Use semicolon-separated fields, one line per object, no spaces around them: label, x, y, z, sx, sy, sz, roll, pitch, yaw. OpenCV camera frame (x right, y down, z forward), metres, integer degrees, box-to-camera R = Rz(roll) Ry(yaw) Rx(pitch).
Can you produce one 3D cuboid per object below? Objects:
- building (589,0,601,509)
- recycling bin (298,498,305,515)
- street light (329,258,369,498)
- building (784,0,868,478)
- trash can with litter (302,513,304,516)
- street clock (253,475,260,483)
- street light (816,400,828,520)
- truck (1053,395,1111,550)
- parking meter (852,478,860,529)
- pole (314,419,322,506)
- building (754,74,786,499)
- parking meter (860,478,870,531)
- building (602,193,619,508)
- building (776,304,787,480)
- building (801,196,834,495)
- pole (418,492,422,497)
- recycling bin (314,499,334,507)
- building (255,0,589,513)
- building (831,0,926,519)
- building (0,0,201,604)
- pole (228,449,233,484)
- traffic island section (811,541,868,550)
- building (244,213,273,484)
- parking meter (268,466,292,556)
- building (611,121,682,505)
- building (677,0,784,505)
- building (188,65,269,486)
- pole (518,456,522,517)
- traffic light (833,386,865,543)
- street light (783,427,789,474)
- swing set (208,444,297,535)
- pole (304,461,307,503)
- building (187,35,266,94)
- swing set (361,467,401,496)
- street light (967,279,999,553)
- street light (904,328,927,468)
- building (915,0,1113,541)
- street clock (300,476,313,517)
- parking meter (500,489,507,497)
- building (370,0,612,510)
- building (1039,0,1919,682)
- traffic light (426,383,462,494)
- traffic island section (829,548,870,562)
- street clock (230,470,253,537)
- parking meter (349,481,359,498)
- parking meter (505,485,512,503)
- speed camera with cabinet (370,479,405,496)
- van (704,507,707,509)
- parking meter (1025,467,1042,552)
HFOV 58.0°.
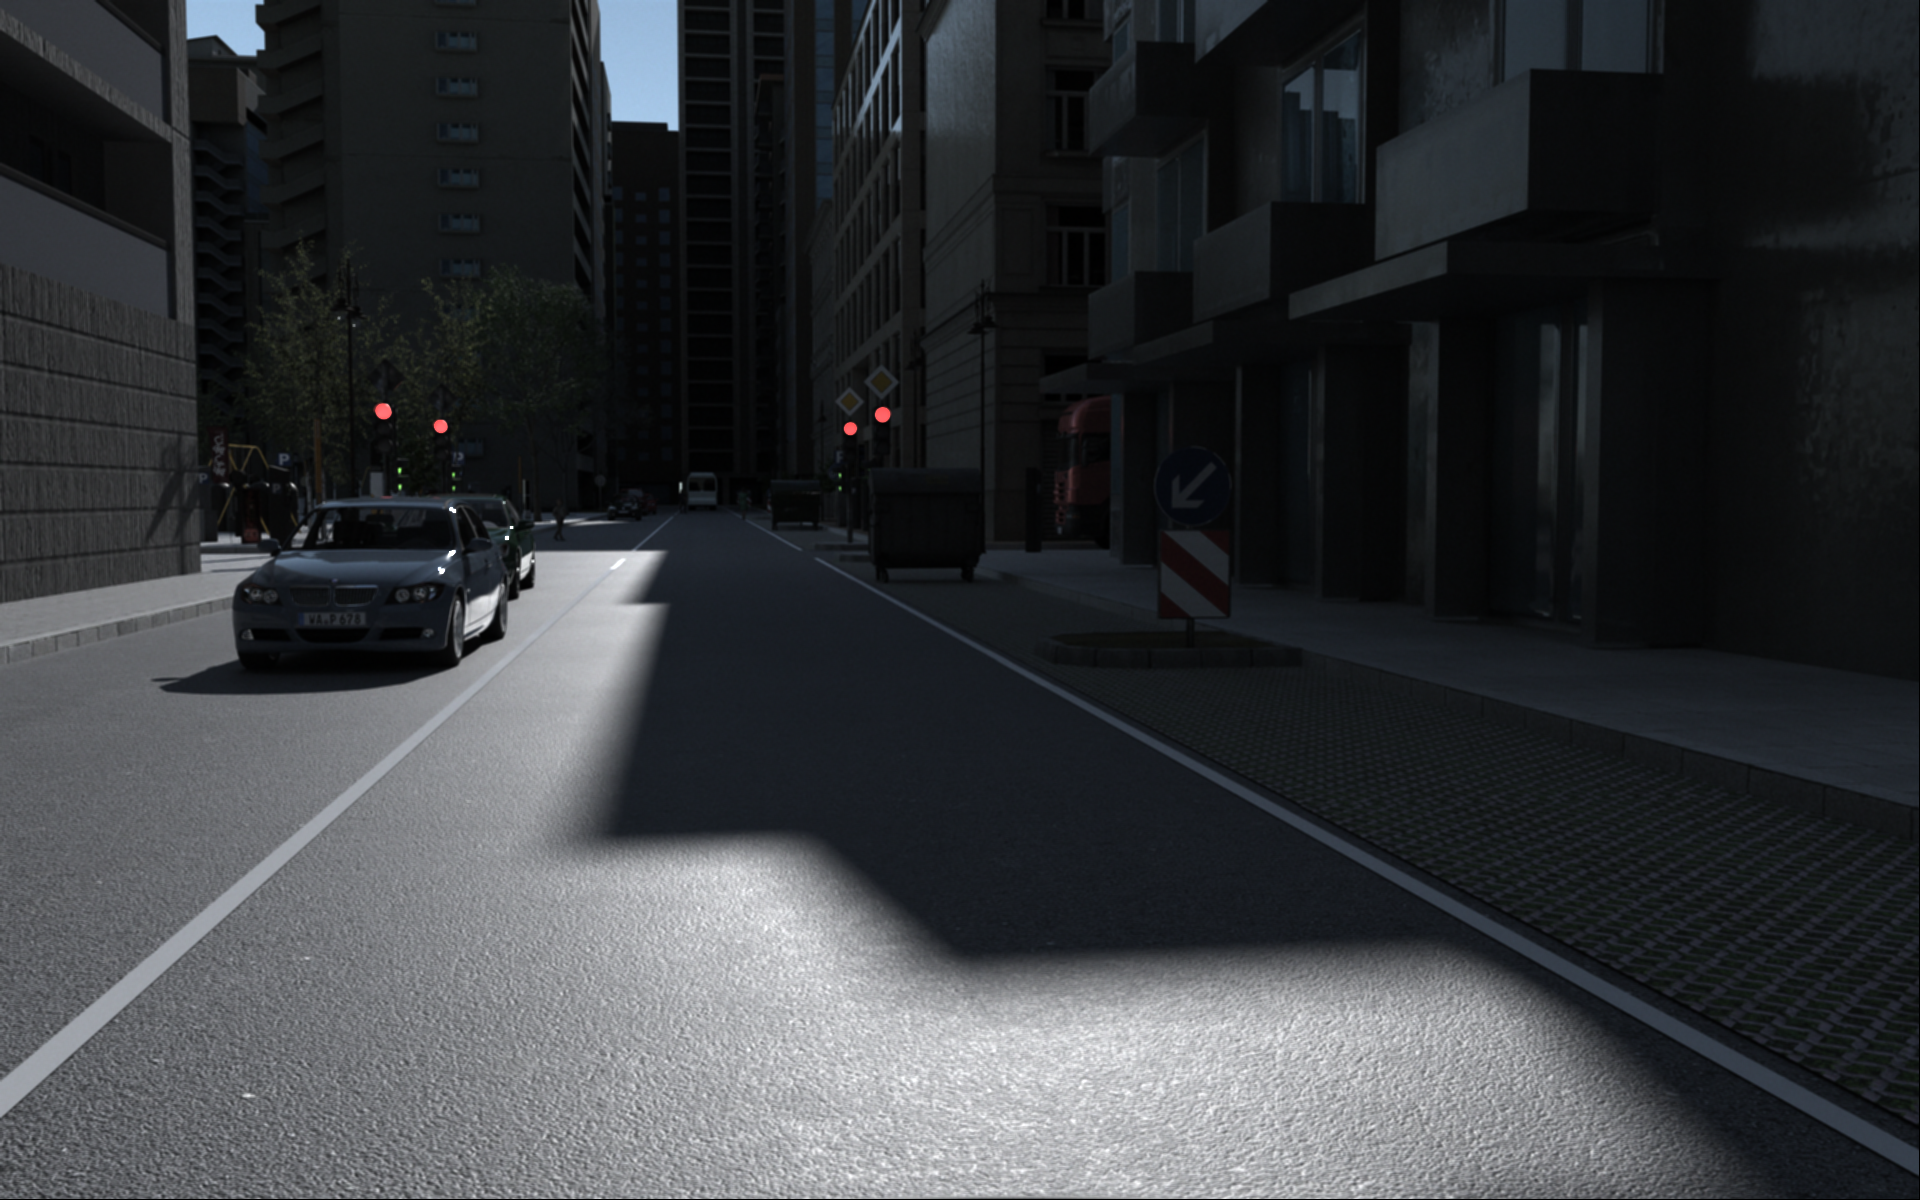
building;-37.272;-30.254;144.768;14.600;45.320;14.200;-1;4;-9
recycling bin;-40.558;-5.733;106.284;0.722;1.027;0.722;-1;4;-14
street light;-11.985;-3.750;34.103;0.468;5.910;1.993;-1;4;-9
building;-5.939;-29.402;130.825;14.600;45.320;14.200;-1;4;-9
trash can with litter;-38.655;-5.666;103.693;2.233;1.210;1.678;-1;4;-11
street clock;-27.006;-3.770;66.211;0.358;2.002;0.471;3;4;37
street light;-6.686;-6.803;84.018;0.468;5.910;1.993;-1;4;-9
truck;7.385;-3.328;43.332;11.283;4.237;2.839;0;4;-7
parking meter;-3.824;-3.526;63.354;0.399;1.863;0.255;2;4;33
pole;-17.509;-3.268;47.278;0.158;3.312;0.155;0;3;0
building;-10.123;-32.202;181.119;22.147;44.769;28.867;-1;4;-9
parking meter;-3.133;-3.297;59.624;0.399;1.863;0.255;-3;5;-45
building;-39.054;-23.718;159.488;14.160;30.474;14.107;-1;4;-9
building;-1.790;-18.892;153.926;27.650;21.520;28.899;-1;4;-9
building;-3.696;-16.790;110.675;11.583;22.565;21.152;-1;4;-9
pole;-20.585;-4.415;66.022;0.158;3.312;0.155;0;3;0
recycling bin;-32.340;-4.617;88.039;0.722;1.027;0.722;3;4;37
building;-38.391;-30.737;126.248;21.300;48.544;21.600;-1;4;-9
building;4.760;-17.089;83.918;19.350;26.468;34.151;-1;4;-9
building;-25.639;-29.244;20.147;28.212;58.520;21.231;-1;4;-9
pole;-33.135;-5.194;78.763;0.158;3.312;0.155;0;3;0
traffic island section;-2.865;-1.417;45.454;2.009;0.180;2.903;-1;4;-9
building;-65.268;-24.997;180.407;14.107;30.474;14.160;-1;4;-9
parking meter;-14.034;-1.839;35.780;0.399;1.863;0.255;0;4;6
building;-40.681;-34.111;207.820;14.200;45.320;14.600;-1;4;-9
building;-23.862;-47.337;212.219;20.611;71.187;20.563;-1;4;-9
building;-79.444;-32.304;178.277;14.200;45.320;14.600;-1;4;-9
pole;-23.716;-6.089;93.403;0.158;3.312;0.155;0;3;0
traffic light;-2.906;-3.450;45.334;0.839;4.253;0.868;-1;4;-9
street light;-12.036;-8.979;119.601;0.468;5.910;1.993;-1;4;-9
swing set;-23.035;-3.527;55.282;2.862;2.851;3.119;0;4;-2
pole;-39.954;-6.844;105.744;0.158;3.312;0.155;0;3;0
building;-77.279;-37.939;209.533;27.495;52.752;28.713;-1;4;-9
swing set;-32.818;-6.214;99.215;3.119;2.851;2.862;1;4;22
street light;0.488;-3.952;37.401;0.468;5.910;1.993;-1;4;-9
street light;-1.252;-4.627;48.447;0.468;5.910;1.993;-1;4;-9
building;13.917;-13.596;55.573;30.059;22.955;16.112;-1;4;-9
street clock;-26.183;-3.966;69.422;0.471;2.002;0.358;1;4;22
parking meter;-23.820;-5.016;90.428;0.372;1.533;0.369;0;3;0
building;-47.143;-33.987;179.392;21.600;48.544;21.300;-1;4;-9
building;14.364;-24.635;22.392;23.786;49.044;30.456;-1;4;-9
traffic light;-13.051;-3.356;43.794;0.839;4.253;0.868;-1;4;-9
traffic island section;-1.674;-0.934;37.558;2.009;0.180;2.903;-1;4;-9
street clock;-21.717;-2.911;52.168;0.471;2.002;0.358;1;4;9
parking meter;-28.070;-4.560;80.270;0.399;1.863;0.255;-2;4;-31
parking meter;-29.665;-6.605;113.704;0.399;1.863;0.255;0;4;2
speed camera with cabinet;-33.707;-6.586;102.011;2.038;3.252;0.660;1;4;17
van;-26.124;-10.152;172.999;2.013;2.044;4.112;-1;4;-8
parking meter;1.624;-1.988;38.213;0.255;1.863;0.399;2;4;25
